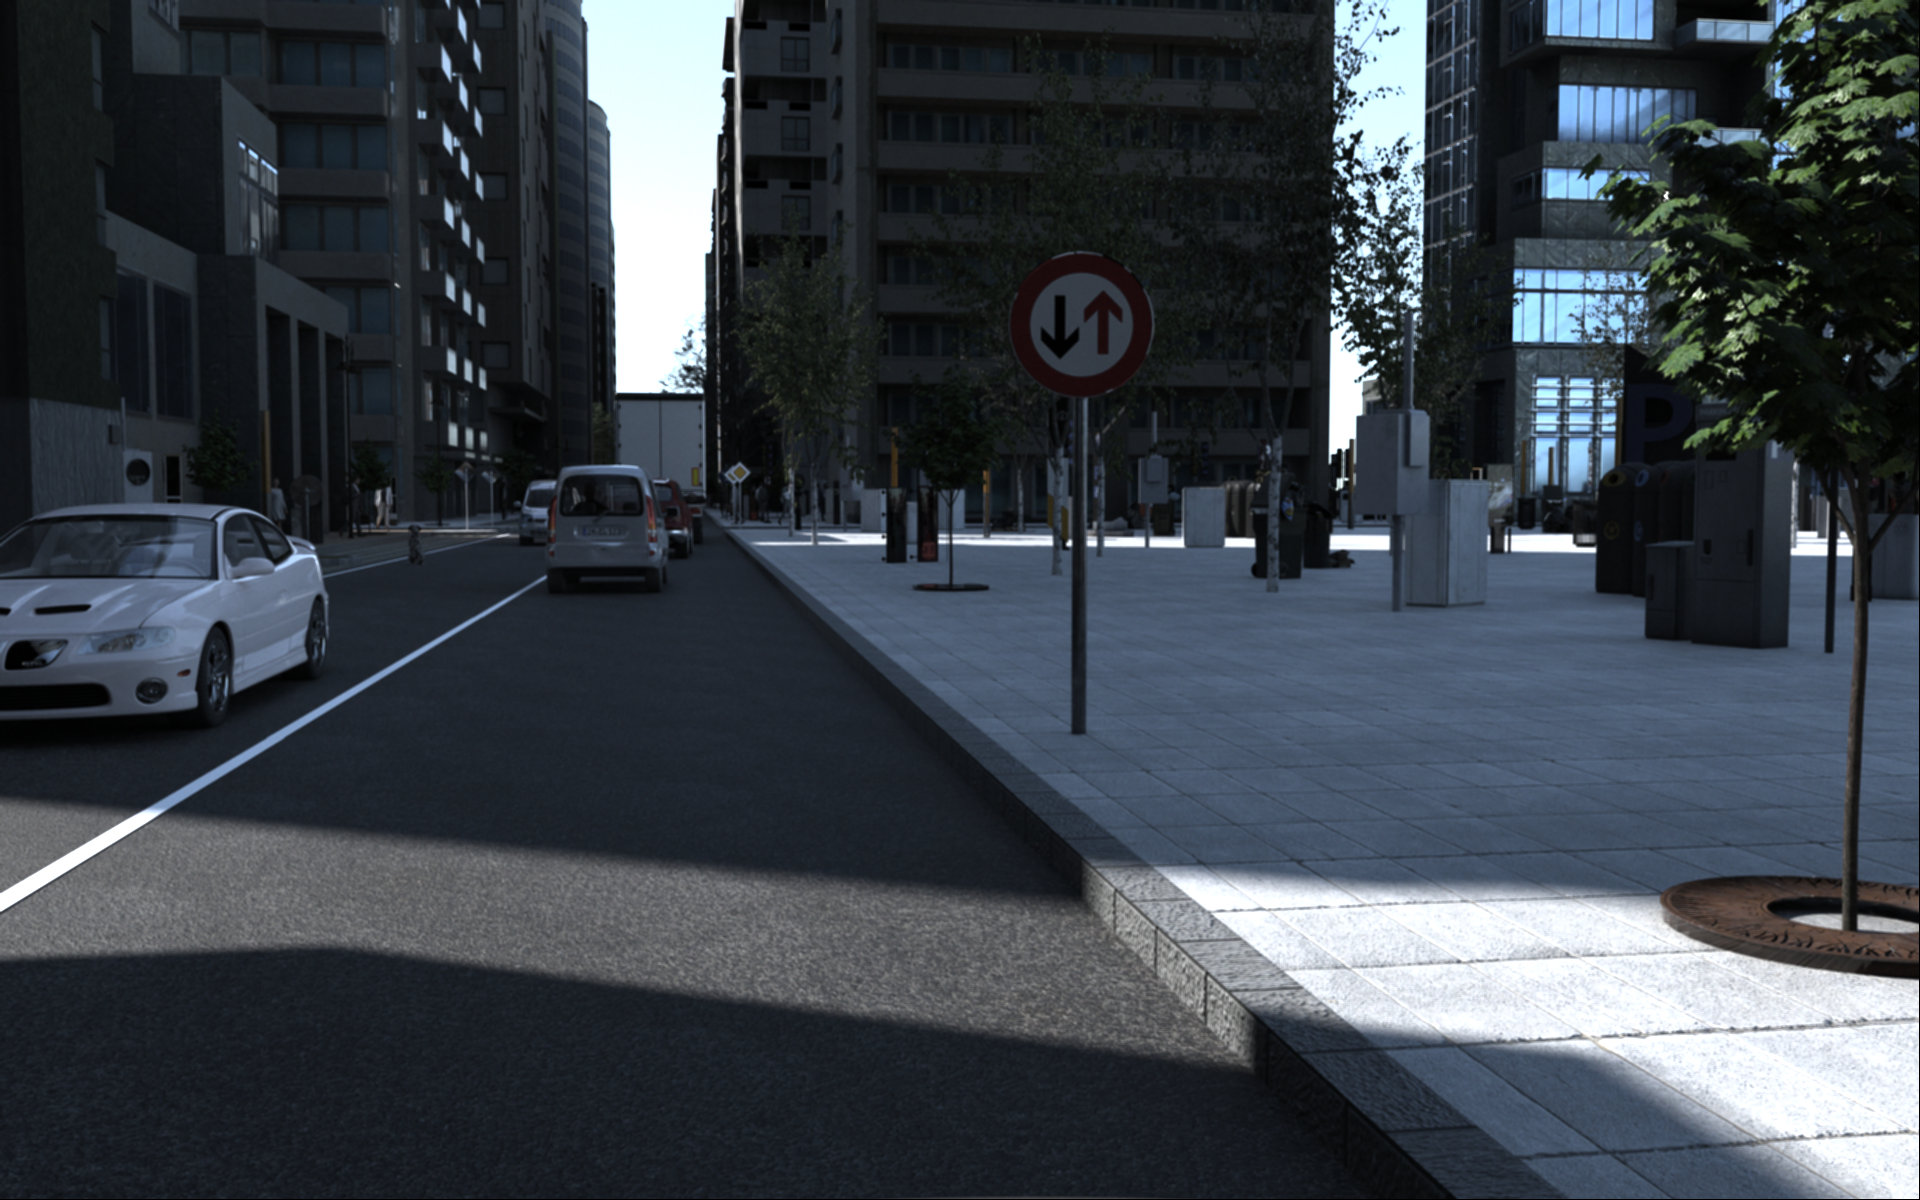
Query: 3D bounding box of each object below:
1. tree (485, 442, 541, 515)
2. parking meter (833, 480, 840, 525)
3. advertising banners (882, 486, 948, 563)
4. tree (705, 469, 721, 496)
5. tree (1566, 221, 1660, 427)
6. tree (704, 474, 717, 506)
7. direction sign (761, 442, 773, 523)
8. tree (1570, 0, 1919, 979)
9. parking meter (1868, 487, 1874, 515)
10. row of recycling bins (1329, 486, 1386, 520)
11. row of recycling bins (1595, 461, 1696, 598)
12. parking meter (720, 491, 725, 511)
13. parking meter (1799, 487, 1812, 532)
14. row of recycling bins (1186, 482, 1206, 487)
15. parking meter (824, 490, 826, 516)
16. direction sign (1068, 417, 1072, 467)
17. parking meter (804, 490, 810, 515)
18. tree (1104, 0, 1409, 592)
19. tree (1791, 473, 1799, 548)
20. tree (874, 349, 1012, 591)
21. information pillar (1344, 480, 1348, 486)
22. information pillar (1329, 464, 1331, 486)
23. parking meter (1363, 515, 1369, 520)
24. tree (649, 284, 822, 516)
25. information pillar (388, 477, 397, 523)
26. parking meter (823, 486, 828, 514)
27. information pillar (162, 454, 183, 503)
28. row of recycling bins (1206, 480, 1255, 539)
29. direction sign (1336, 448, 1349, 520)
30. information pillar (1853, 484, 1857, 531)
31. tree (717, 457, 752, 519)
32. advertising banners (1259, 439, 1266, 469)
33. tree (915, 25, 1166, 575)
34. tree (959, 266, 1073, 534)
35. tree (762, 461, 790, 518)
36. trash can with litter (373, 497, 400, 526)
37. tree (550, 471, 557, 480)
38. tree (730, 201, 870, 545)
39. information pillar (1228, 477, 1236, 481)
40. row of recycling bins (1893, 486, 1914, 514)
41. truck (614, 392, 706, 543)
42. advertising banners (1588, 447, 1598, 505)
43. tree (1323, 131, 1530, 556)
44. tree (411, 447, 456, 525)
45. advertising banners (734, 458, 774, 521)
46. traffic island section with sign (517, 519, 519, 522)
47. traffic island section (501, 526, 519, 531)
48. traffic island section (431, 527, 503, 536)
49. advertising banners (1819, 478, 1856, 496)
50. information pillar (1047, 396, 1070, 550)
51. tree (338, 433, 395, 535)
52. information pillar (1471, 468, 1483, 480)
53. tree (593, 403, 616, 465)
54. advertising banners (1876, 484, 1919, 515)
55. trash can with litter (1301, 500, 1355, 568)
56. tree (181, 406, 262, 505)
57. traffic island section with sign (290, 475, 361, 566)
[{"bbox_3d":[-27.911,-7.613,108.178,4.285,4.588,4.351,0,3,0],"label":"tree"},{"bbox_3d":[-5.120,-4.056,72.029,0.255,1.863,0.399,0,4,2],"label":"parking meter"},{"bbox_3d":[-0.633,-2.231,32.657,2.074,3.025,0.090,-3,5,-40],"label":"advertising banners"},{"bbox_3d":[-32.383,-14.885,227.079,4.285,4.588,4.351,0,3,0],"label":"tree"},{"bbox_3d":[18.273,-5.886,46.605,4.360,8.622,3.978,0,3,0],"label":"tree"},{"bbox_3d":[-24.097,-10.603,167.962,1.663,3.219,1.824,0,3,0],"label":"tree"},{"bbox_3d":[-8.492,-5.160,76.358,0.379,3.537,0.876,-3,4,-39],"label":"direction sign"},{"bbox_3d":[2.575,-0.643,5.123,1.663,3.219,1.824,0,3,0],"label":"tree"},{"bbox_3d":[31.067,-3.113,59.313,0.372,1.533,0.369,0,3,0],"label":"parking meter"},{"bbox_3d":[20.130,-4.979,88.513,3.534,1.692,1.069,3,4,38],"label":"row of recycling bins"},{"bbox_3d":[8.774,-0.859,21.154,1.069,1.692,3.534,0,4,0],"label":"row of recycling bins"},{"bbox_3d":[-18.523,-7.738,134.928,0.372,1.533,0.369,0,3,0],"label":"parking meter"},{"bbox_3d":[28.932,-3.111,59.279,0.372,1.533,0.369,0,3,0],"label":"parking meter"},{"bbox_3d":[8.085,-3.092,57.666,1.069,1.692,3.534,0,4,-2],"label":"row of recycling bins"},{"bbox_3d":[-7.833,-5.752,102.463,0.372,1.533,0.369,0,3,0],"label":"parking meter"},{"bbox_3d":[3.072,-3.567,50.323,0.379,3.537,0.876,2,4,30],"label":"direction sign"},{"bbox_3d":[-9.395,-5.978,106.143,0.372,1.533,0.369,0,3,0],"label":"parking meter"},{"bbox_3d":[4.058,-4.422,22.657,4.360,8.622,3.978,0,3,0],"label":"tree"},{"bbox_3d":[19.547,-5.538,40.908,4.737,8.622,4.395,0,3,0],"label":"tree"},{"bbox_3d":[-0.030,-1.744,23.112,1.663,3.219,1.824,0,3,0],"label":"tree"},{"bbox_3d":[20.455,-5.324,91.536,0.304,2.012,0.304,0,4,5],"label":"information pillar"},{"bbox_3d":[28.218,-8.658,132.919,0.504,3.616,0.183,3,4,36],"label":"information pillar"},{"bbox_3d":[20.116,-4.738,85.877,0.372,1.533,0.369,0,3,0],"label":"parking meter"},{"bbox_3d":[-13.074,-11.614,100.266,12.009,13.543,11.850,0,3,0],"label":"tree"},{"bbox_3d":[-23.988,-4.196,73.101,0.304,2.012,0.304,2,4,34],"label":"information pillar"},{"bbox_3d":[-8.589,-6.395,110.263,0.399,1.863,0.255,-3,5,-43],"label":"parking meter"},{"bbox_3d":[-14.607,-1.692,32.154,0.304,2.012,0.304,-2,4,-30],"label":"information pillar"},{"bbox_3d":[8.451,-2.714,51.482,1.069,1.692,3.534,-1,4,-10],"label":"row of recycling bins"},{"bbox_3d":[19.014,-5.746,85.940,0.876,3.537,0.379,-2,4,-30],"label":"direction sign"},{"bbox_3d":[31.453,-4.237,60.637,0.183,3.616,0.504,2,4,35],"label":"information pillar"},{"bbox_3d":[-11.544,-5.814,89.653,1.663,3.219,1.824,0,3,0],"label":"tree"},{"bbox_3d":[9.833,-3.567,54.513,0.090,3.025,2.074,-1,4,-14],"label":"advertising banners"},{"bbox_3d":[1.425,-4.719,27.521,4.737,8.622,4.395,0,3,0],"label":"tree"},{"bbox_3d":[1.960,-6.427,55.445,4.360,8.622,3.978,0,3,0],"label":"tree"},{"bbox_3d":[-9.880,-5.997,92.647,1.663,3.219,1.824,0,3,0],"label":"tree"},{"bbox_3d":[-23.103,-3.570,69.753,1.055,1.170,0.624,-1,4,-8],"label":"trash can with litter"},{"bbox_3d":[-32.948,-8.929,140.593,1.663,3.219,1.824,0,3,0],"label":"tree"},{"bbox_3d":[-3.673,-5.698,43.526,4.737,8.622,4.395,0,3,0],"label":"tree"},{"bbox_3d":[11.649,-4.263,74.199,0.304,2.012,0.304,0,4,6],"label":"information pillar"},{"bbox_3d":[58.814,-6.170,107.996,1.069,1.692,3.534,0,4,-1],"label":"row of recycling bins"},{"bbox_3d":[-9.186,-3.941,53.344,2.839,4.237,11.283,-1,4,-9],"label":"truck"},{"bbox_3d":[24.103,-4.238,65.478,0.090,3.025,2.074,3,5,42],"label":"advertising banners"},{"bbox_3d":[9.068,-5.204,35.456,4.737,8.622,4.395,0,3,0],"label":"tree"},{"bbox_3d":[-21.424,-4.679,71.110,1.663,3.219,1.824,0,3,0],"label":"tree"},{"bbox_3d":[-9.984,-5.347,83.610,2.074,3.025,0.090,1,4,10],"label":"advertising banners"},{"bbox_3d":[-21.983,-4.989,90.203,1.989,1.847,2.006,-1,4,-9],"label":"traffic island section with sign"},{"bbox_3d":[-18.490,-2.816,68.330,2.009,0.180,2.903,-1,4,-9],"label":"traffic island section"},{"bbox_3d":[-17.236,-2.334,60.444,2.009,0.180,2.903,-1,4,-9],"label":"traffic island section"},{"bbox_3d":[39.053,-4.922,76.663,2.074,3.025,0.090,0,4,-5],"label":"advertising banners"},{"bbox_3d":[2.250,-2.945,39.513,0.504,3.616,0.183,0,4,-5],"label":"information pillar"},{"bbox_3d":[-18.791,-3.674,54.676,1.663,3.219,1.824,0,3,0],"label":"tree"},{"bbox_3d":[14.736,-2.740,49.283,0.304,2.012,0.304,3,5,43],"label":"information pillar"},{"bbox_3d":[-45.446,-18.138,214.677,7.486,12.596,7.792,0,3,0],"label":"tree"},{"bbox_3d":[29.606,-3.581,54.732,2.074,3.025,0.090,1,4,12],"label":"advertising banners"},{"bbox_3d":[6.338,-1.148,30.160,1.055,1.170,0.624,-2,4,-34],"label":"trash can with litter"},{"bbox_3d":[-16.320,-2.676,38.361,1.663,3.219,1.824,0,3,0],"label":"tree"},{"bbox_3d":[-13.185,-1.604,34.848,1.989,1.847,2.006,-1,4,-9],"label":"traffic island section with sign"}]
